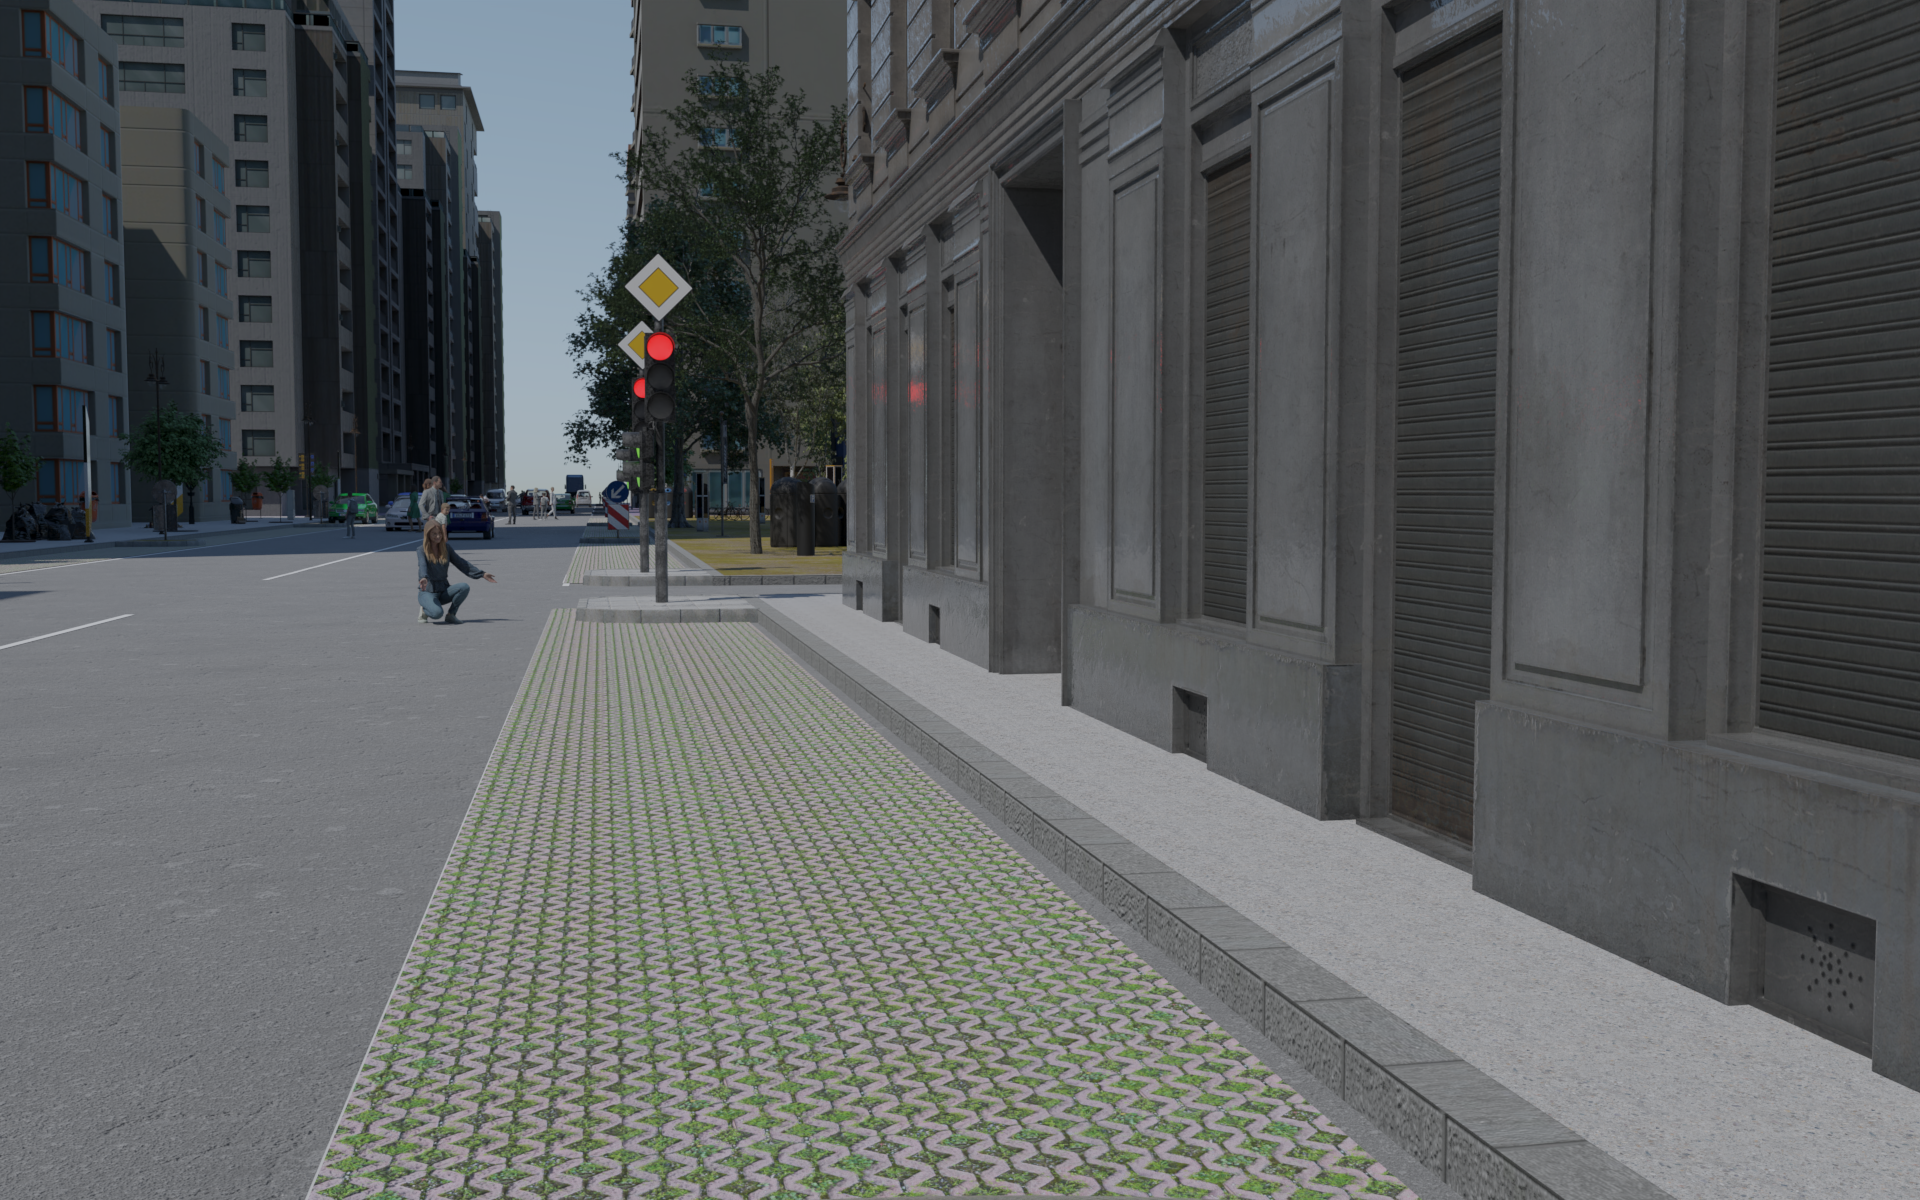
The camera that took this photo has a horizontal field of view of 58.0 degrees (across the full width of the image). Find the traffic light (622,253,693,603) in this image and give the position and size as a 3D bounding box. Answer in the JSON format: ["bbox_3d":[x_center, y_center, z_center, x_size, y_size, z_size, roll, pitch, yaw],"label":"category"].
[{"bbox_3d":[-3.545,-1.923,20.368,0.839,4.253,0.868,-1,4,-12],"label":"traffic light"}]

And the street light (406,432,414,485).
[{"bbox_3d":[-41.119,-9.602,129.776,0.468,5.910,1.993,-1,4,-12],"label":"street light"}]

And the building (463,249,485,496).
[{"bbox_3d":[-63.034,-26.237,200.682,14.160,30.474,14.107,-1,4,-12],"label":"building"}]

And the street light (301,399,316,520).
[{"bbox_3d":[-31.589,-6.808,84.100,0.468,5.910,1.993,-1,4,-12],"label":"street light"}]

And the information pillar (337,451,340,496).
[{"bbox_3d":[-33.925,-6.317,94.632,0.183,3.616,0.504,-1,4,-17],"label":"information pillar"}]

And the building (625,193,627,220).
[{"bbox_3d":[-30.169,-34.316,215.696,22.147,44.769,28.867,-1,4,-12],"label":"building"}]

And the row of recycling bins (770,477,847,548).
[{"bbox_3d":[-3.006,-2.166,42.524,3.534,1.692,1.069,-3,4,-36],"label":"row of recycling bins"}]

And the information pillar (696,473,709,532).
[{"bbox_3d":[-8.821,-3.352,59.290,0.304,2.012,0.304,2,4,31],"label":"information pillar"}]

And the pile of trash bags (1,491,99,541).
[{"bbox_3d":[-25.392,-2.399,48.973,1.912,1.369,3.447,0,4,1],"label":"pile of trash bags"}]

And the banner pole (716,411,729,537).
[{"bbox_3d":[-7.107,-3.800,52.149,0.401,3.779,0.863,-1,4,-22],"label":"banner pole"}]

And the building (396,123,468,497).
[{"bbox_3d":[-60.881,-30.703,185.583,14.154,41.232,14.086,-1,4,-12],"label":"building"}]

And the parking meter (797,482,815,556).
[{"bbox_3d":[-3.205,-1.686,35.982,0.372,1.533,0.369,0,3,0],"label":"parking meter"}]

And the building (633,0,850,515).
[{"bbox_3d":[-10.506,-30.044,114.926,21.300,48.544,21.600,-1,4,-12],"label":"building"}]

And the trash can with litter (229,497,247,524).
[{"bbox_3d":[-30.933,-3.851,74.348,0.624,1.170,1.055,-3,5,-44],"label":"trash can with litter"}]

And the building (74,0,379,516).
[{"bbox_3d":[-43.420,-20.331,104.112,14.160,30.474,14.107,-1,4,-12],"label":"building"}]

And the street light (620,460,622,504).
[{"bbox_3d":[-38.745,-13.866,199.494,0.468,5.910,1.993,-1,4,-12],"label":"street light"}]

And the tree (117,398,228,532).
[{"bbox_3d":[-26.782,-4.613,59.138,4.285,4.588,4.351,0,3,0],"label":"tree"}]

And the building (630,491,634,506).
[{"bbox_3d":[-30.044,-25.839,194.173,14.160,30.474,14.107,-1,4,-12],"label":"building"}]

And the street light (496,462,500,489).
[{"bbox_3d":[-64.047,-16.365,240.349,0.468,5.910,1.993,-1,4,-12],"label":"street light"}]

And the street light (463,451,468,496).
[{"bbox_3d":[-51.951,-12.786,181.836,0.468,5.910,1.993,-1,4,-12],"label":"street light"}]

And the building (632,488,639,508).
[{"bbox_3d":[-15.462,-29.112,167.854,32.217,40.220,23.993,-1,4,-12],"label":"building"}]

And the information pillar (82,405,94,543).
[{"bbox_3d":[-23.088,-3.331,45.824,0.183,3.616,0.504,-1,4,-18],"label":"information pillar"}]

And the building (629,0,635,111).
[{"bbox_3d":[-15.200,-29.697,140.175,22.147,44.769,28.867,-1,4,-12],"label":"building"}]

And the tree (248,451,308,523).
[{"bbox_3d":[-30.451,-5.062,77.371,1.663,3.219,1.824,0,3,0],"label":"tree"}]

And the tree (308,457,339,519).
[{"bbox_3d":[-33.712,-5.892,90.932,1.663,3.219,1.824,0,3,0],"label":"tree"}]

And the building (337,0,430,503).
[{"bbox_3d":[-55.451,-43.098,142.902,20.563,71.187,20.611,-1,4,-12],"label":"building"}]

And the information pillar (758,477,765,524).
[{"bbox_3d":[-8.664,-4.330,75.282,0.304,2.012,0.304,-2,4,-30],"label":"information pillar"}]

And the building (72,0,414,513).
[{"bbox_3d":[-55.880,-26.247,121.024,32.217,40.220,23.993,-1,4,-12],"label":"building"}]

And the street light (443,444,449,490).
[{"bbox_3d":[-47.221,-11.394,159.085,0.468,5.910,1.993,-1,4,-12],"label":"street light"}]

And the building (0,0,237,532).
[{"bbox_3d":[-46.999,-13.747,69.795,27.650,21.520,28.899,-1,4,-12],"label":"building"}]

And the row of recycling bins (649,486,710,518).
[{"bbox_3d":[-15.035,-5.182,91.842,3.534,1.692,1.069,0,4,-1],"label":"row of recycling bins"}]

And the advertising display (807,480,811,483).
[{"bbox_3d":[-6.477,-4.510,78.954,0.974,1.923,0.123,-1,4,-19],"label":"advertising display"}]

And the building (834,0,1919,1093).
[{"bbox_3d":[5.027,-9.947,11.781,9.793,20.994,18.267,-1,4,-12],"label":"building"}]

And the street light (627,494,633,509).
[{"bbox_3d":[-27.962,-10.682,147.444,0.468,5.910,1.993,-1,4,-12],"label":"street light"}]

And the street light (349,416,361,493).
[{"bbox_3d":[-35.021,-7.807,100.427,0.468,5.910,1.993,-1,4,-12],"label":"street light"}]

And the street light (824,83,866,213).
[{"bbox_3d":[-1.239,-2.890,20.040,0.468,5.910,1.993,-1,4,-12],"label":"street light"}]

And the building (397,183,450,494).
[{"bbox_3d":[-55.794,-23.857,161.769,14.160,30.474,14.107,-1,4,-12],"label":"building"}]

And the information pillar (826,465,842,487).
[{"bbox_3d":[-3.236,-2.451,44.572,0.304,2.012,0.304,3,5,39],"label":"information pillar"}]

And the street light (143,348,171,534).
[{"bbox_3d":[-25.367,-5.019,54.849,0.468,5.910,1.993,-1,4,-12],"label":"street light"}]

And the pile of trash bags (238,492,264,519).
[{"bbox_3d":[-37.853,-4.928,90.319,3.447,1.369,1.912,1,4,14],"label":"pile of trash bags"}]

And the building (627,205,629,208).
[{"bbox_3d":[-35.539,-38.268,245.288,23.786,49.044,30.456,-1,4,-12],"label":"building"}]

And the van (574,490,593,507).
[{"bbox_3d":[-40.949,-11.096,188.425,2.013,2.044,4.112,-1,4,-13],"label":"van"}]

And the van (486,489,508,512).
[{"bbox_3d":[-36.716,-7.944,136.891,2.013,2.044,4.112,-1,4,-11],"label":"van"}]

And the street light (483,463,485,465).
[{"bbox_3d":[-58.089,-14.573,211.056,0.468,5.910,1.993,-1,4,-12],"label":"street light"}]

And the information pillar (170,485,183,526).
[{"bbox_3d":[-31.315,-4.757,69.135,0.183,3.616,0.504,3,5,42],"label":"information pillar"}]

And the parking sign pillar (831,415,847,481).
[{"bbox_3d":[-3.860,-4.297,58.720,1.447,3.967,1.447,2,4,28],"label":"parking sign pillar"}]

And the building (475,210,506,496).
[{"bbox_3d":[-71.321,-34.149,241.922,14.154,41.232,14.086,-1,4,-12],"label":"building"}]

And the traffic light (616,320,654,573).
[{"bbox_3d":[-5.170,-2.402,28.187,0.839,4.253,0.868,-1,4,-12],"label":"traffic light"}]

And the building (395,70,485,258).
[{"bbox_3d":[-75.275,-38.503,218.758,28.713,52.752,27.495,-1,4,-12],"label":"building"}]
